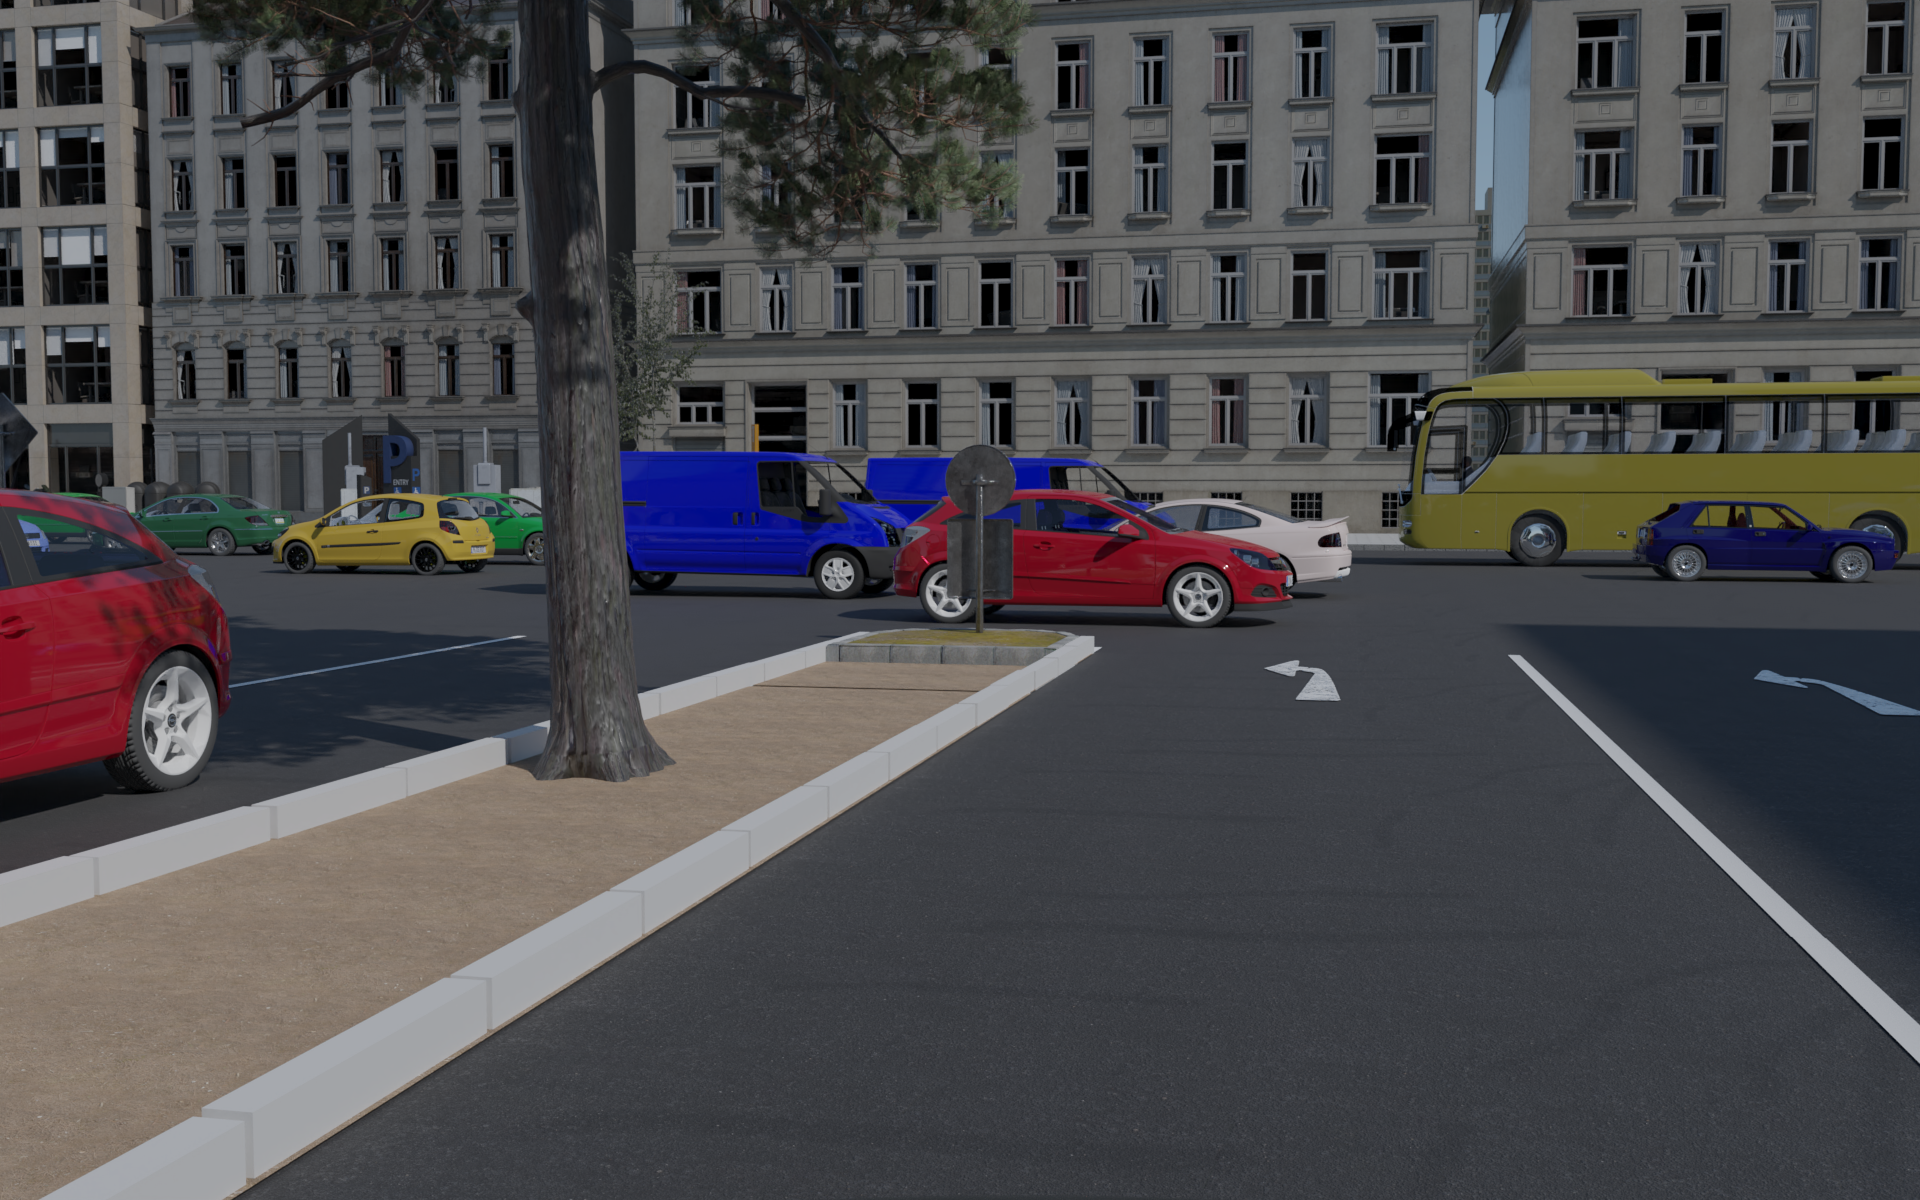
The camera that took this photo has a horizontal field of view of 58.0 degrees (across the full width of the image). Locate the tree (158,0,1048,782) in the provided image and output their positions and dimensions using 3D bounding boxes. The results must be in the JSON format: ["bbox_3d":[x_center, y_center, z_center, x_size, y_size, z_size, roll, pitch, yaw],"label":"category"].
[{"bbox_3d":[-2.018,-6.046,8.735,7.806,13.903,7.818,0,3,0],"label":"tree"}]

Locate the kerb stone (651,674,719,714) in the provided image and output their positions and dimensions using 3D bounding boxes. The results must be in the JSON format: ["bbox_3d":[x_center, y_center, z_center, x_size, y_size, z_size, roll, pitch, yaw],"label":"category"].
[{"bbox_3d":[-1.877,0.644,11.670,0.120,0.150,1.000,1,4,13],"label":"kerb stone"}]

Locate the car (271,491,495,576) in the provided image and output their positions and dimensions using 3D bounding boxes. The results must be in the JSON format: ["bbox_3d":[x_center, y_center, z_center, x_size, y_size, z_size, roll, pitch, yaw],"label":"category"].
[{"bbox_3d":[-10.527,-1.302,31.512,3.980,1.641,2.015,1,4,14],"label":"car"}]

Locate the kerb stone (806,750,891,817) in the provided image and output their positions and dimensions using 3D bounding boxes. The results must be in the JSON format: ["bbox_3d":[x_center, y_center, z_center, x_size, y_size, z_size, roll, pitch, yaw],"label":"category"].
[{"bbox_3d":[-0.523,0.861,8.112,0.120,0.150,1.000,1,4,13],"label":"kerb stone"}]

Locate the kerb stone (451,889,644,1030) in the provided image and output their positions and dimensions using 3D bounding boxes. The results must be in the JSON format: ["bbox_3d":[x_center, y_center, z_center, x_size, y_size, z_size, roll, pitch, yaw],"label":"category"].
[{"bbox_3d":[-1.192,1.046,5.098,0.120,0.150,1.000,1,4,13],"label":"kerb stone"}]

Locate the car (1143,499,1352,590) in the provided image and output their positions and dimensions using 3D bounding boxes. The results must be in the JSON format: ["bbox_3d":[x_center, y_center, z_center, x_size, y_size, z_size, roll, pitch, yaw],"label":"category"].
[{"bbox_3d":[3.111,-0.754,24.695,4.827,1.381,2.083,1,4,14],"label":"car"}]

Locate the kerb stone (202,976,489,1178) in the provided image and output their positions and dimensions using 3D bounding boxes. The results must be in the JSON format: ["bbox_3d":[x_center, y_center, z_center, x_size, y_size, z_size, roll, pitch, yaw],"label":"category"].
[{"bbox_3d":[-1.417,1.107,4.096,0.120,0.150,1.000,1,4,13],"label":"kerb stone"}]

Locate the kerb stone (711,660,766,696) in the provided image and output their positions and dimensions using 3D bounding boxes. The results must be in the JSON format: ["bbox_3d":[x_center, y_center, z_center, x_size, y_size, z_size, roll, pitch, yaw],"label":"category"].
[{"bbox_3d":[-1.656,0.582,12.675,0.120,0.150,1.000,1,4,13],"label":"kerb stone"}]

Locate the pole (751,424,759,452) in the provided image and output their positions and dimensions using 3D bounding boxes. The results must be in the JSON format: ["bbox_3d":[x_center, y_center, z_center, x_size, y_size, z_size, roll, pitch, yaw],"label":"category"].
[{"bbox_3d":[-6.000,-3.481,50.762,0.158,3.312,0.155,0,3,0],"label":"pole"}]

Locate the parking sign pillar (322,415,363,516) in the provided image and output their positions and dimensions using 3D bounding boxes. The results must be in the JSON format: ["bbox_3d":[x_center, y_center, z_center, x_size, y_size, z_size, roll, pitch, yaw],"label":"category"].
[{"bbox_3d":[-20.930,-4.298,58.750,1.447,3.967,1.447,-1,4,-21],"label":"parking sign pillar"}]

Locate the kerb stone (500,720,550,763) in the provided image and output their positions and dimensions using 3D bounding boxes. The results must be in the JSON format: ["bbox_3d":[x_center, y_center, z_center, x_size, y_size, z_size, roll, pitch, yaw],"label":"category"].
[{"bbox_3d":[-2.322,0.773,9.657,0.120,0.150,1.000,1,4,13],"label":"kerb stone"}]

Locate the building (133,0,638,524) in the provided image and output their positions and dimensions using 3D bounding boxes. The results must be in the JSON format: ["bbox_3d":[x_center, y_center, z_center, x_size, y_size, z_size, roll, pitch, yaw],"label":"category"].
[{"bbox_3d":[-20.647,-13.345,67.347,18.267,20.994,9.793,1,4,13],"label":"building"}]

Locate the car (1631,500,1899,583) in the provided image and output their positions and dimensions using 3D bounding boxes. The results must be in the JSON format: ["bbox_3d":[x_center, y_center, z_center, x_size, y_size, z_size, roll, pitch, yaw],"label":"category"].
[{"bbox_3d":[13.330,-0.993,28.816,3.894,1.354,1.945,1,4,13],"label":"car"}]

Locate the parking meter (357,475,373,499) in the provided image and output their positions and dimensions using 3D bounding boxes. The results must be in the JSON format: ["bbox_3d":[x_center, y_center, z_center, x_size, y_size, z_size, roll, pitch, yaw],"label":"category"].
[{"bbox_3d":[-17.863,-2.830,51.980,0.255,1.863,0.399,3,4,37],"label":"parking meter"}]

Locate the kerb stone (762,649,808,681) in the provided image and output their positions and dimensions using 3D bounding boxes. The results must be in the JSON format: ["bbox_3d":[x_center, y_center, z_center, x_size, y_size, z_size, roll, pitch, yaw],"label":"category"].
[{"bbox_3d":[-1.432,0.526,13.678,0.120,0.150,1.000,1,4,13],"label":"kerb stone"}]

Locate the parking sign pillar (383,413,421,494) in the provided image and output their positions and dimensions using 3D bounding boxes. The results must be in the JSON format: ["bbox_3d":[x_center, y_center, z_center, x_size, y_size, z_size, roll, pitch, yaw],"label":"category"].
[{"bbox_3d":[-18.495,-4.214,57.376,1.447,3.967,1.447,2,4,28],"label":"parking sign pillar"}]

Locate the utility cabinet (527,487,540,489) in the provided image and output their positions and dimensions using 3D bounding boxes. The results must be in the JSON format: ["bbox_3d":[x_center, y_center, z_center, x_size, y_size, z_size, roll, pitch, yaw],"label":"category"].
[{"bbox_3d":[-12.903,-2.725,53.241,0.318,1.500,1.173,1,4,14],"label":"utility cabinet"}]

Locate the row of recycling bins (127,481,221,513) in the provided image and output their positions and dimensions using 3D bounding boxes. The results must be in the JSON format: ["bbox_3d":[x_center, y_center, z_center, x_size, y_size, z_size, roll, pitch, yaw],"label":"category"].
[{"bbox_3d":[-25.903,-3.049,56.959,3.534,1.692,1.069,1,4,15],"label":"row of recycling bins"}]

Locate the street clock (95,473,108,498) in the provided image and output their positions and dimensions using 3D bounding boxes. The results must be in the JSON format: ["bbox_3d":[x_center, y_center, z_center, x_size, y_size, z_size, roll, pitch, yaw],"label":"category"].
[{"bbox_3d":[-30.155,-3.444,60.884,0.471,2.002,0.358,2,4,35],"label":"street clock"}]

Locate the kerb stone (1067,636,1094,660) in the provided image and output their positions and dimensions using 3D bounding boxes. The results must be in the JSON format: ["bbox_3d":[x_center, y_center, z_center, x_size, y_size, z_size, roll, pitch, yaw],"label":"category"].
[{"bbox_3d":[1.043,0.431,15.150,0.120,0.150,1.000,1,4,13],"label":"kerb stone"}]

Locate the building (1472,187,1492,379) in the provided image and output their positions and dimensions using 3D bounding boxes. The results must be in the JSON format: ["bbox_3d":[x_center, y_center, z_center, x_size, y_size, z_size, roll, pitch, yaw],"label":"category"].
[{"bbox_3d":[69.876,-32.402,221.661,23.993,40.220,32.217,1,4,13],"label":"building"}]

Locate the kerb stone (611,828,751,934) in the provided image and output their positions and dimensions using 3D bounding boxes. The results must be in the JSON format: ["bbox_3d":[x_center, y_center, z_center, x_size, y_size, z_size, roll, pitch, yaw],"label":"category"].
[{"bbox_3d":[-0.969,0.984,6.100,0.120,0.150,1.000,1,4,13],"label":"kerb stone"}]

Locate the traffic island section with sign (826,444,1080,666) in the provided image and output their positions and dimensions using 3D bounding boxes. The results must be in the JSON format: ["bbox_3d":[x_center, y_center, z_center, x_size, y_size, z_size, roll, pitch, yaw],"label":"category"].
[{"bbox_3d":[0.047,-0.445,15.407,2.006,1.907,1.989,1,4,13],"label":"traffic island section with sign"}]

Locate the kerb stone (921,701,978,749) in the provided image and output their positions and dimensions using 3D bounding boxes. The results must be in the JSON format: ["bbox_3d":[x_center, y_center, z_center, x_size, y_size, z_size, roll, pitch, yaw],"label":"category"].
[{"bbox_3d":[-0.075,0.743,10.123,0.120,0.150,1.000,1,4,13],"label":"kerb stone"}]

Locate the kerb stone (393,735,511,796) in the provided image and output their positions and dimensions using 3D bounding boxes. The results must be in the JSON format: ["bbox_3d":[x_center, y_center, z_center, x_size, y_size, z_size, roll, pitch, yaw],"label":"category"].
[{"bbox_3d":[-2.548,0.833,8.650,0.120,0.150,1.000,1,4,13],"label":"kerb stone"}]

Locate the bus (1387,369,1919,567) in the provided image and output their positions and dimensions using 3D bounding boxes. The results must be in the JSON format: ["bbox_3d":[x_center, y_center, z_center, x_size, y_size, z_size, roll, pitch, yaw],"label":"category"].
[{"bbox_3d":[14.772,-2.616,34.317,12.252,3.916,2.896,1,4,13],"label":"bus"}]

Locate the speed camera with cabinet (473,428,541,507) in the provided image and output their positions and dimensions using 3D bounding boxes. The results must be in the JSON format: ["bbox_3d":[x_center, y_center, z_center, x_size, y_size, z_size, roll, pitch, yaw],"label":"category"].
[{"bbox_3d":[-13.432,-3.510,51.718,2.038,3.252,0.660,0,4,1],"label":"speed camera with cabinet"}]

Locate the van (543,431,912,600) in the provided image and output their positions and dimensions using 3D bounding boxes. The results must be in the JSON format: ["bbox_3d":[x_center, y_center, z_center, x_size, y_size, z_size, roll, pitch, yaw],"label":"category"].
[{"bbox_3d":[-3.163,-1.244,24.722,5.245,2.365,2.240,1,4,13],"label":"van"}]

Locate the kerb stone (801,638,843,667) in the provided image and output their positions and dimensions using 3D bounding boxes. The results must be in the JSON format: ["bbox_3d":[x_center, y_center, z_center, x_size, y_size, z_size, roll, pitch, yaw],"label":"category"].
[{"bbox_3d":[-1.210,0.463,14.680,0.120,0.150,1.000,1,4,13],"label":"kerb stone"}]

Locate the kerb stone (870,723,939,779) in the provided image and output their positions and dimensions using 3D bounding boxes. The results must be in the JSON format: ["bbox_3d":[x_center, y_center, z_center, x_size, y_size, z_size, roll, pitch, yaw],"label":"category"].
[{"bbox_3d":[-0.297,0.800,9.113,0.120,0.150,1.000,1,4,13],"label":"kerb stone"}]

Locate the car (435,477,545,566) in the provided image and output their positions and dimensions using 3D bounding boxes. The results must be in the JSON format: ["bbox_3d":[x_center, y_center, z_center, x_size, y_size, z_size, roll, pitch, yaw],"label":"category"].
[{"bbox_3d":[-9.585,-1.646,35.714,4.718,1.807,1.959,1,4,12],"label":"car"}]

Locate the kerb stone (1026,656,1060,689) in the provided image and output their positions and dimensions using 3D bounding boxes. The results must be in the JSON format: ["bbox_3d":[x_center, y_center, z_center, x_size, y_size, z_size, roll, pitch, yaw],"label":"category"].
[{"bbox_3d":[0.602,0.563,13.136,0.120,0.150,1.000,1,4,13],"label":"kerb stone"}]

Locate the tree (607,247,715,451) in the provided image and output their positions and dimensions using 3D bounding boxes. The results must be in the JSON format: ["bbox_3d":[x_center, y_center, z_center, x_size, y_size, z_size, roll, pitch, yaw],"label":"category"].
[{"bbox_3d":[-9.377,-6.166,51.182,4.360,8.622,3.978,0,3,0],"label":"tree"}]

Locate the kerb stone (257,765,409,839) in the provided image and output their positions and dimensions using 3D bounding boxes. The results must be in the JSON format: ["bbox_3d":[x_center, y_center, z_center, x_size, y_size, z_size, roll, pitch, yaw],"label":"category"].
[{"bbox_3d":[-2.765,0.894,7.647,0.120,0.150,1.000,1,4,13],"label":"kerb stone"}]

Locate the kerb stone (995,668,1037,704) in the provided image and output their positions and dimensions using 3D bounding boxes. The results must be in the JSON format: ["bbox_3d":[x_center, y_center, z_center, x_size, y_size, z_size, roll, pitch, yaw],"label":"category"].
[{"bbox_3d":[0.371,0.616,12.127,0.120,0.150,1.000,1,4,13],"label":"kerb stone"}]

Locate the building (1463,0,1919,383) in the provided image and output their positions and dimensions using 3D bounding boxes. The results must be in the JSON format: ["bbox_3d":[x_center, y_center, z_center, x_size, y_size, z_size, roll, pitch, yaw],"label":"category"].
[{"bbox_3d":[33.497,-13.803,58.967,30.059,22.955,16.112,1,4,13],"label":"building"}]

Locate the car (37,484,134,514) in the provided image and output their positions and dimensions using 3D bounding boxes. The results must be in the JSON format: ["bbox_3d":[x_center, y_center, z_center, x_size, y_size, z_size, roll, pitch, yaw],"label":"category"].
[{"bbox_3d":[-25.576,-2.526,50.099,4.718,1.807,1.959,1,4,14],"label":"car"}]

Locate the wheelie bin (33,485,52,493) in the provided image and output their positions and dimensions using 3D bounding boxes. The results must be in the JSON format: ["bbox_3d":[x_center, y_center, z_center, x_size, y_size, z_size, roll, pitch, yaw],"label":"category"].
[{"bbox_3d":[-30.746,-3.074,58.171,0.693,1.594,0.980,-1,4,-18],"label":"wheelie bin"}]

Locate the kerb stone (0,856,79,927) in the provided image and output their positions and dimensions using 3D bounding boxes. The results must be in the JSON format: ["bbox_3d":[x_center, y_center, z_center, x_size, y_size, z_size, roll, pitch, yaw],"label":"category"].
[{"bbox_3d":[-3.225,1.013,5.638,0.120,0.150,1.000,1,4,13],"label":"kerb stone"}]

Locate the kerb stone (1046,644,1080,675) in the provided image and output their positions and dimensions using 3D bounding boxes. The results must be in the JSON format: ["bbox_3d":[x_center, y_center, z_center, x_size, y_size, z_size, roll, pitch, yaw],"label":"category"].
[{"bbox_3d":[0.825,0.497,14.145,0.120,0.150,1.000,1,4,13],"label":"kerb stone"}]

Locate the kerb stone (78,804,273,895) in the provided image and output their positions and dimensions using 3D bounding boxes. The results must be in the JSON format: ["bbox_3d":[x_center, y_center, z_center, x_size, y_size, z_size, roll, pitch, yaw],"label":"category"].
[{"bbox_3d":[-3.002,0.956,6.641,0.120,0.150,1.000,1,4,13],"label":"kerb stone"}]

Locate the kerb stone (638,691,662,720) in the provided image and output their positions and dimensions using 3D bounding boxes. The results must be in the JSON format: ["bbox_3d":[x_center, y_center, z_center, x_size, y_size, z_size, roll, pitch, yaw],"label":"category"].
[{"bbox_3d":[-2.103,0.706,10.659,0.120,0.150,1.000,1,4,13],"label":"kerb stone"}]

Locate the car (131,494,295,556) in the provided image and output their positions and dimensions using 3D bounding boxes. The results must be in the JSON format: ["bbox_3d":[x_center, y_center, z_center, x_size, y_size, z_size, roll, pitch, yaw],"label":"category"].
[{"bbox_3d":[-18.210,-1.796,41.156,4.920,1.459,2.131,1,4,14],"label":"car"}]

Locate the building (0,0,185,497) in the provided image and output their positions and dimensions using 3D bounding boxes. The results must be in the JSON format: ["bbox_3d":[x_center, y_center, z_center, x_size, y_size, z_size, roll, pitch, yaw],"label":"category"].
[{"bbox_3d":[-45.674,-16.691,77.407,34.151,26.468,19.350,1,4,13],"label":"building"}]

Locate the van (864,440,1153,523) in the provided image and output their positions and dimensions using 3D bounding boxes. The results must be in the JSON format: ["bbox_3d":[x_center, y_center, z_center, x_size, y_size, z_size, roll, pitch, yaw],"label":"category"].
[{"bbox_3d":[1.047,-1.493,28.796,5.245,2.365,2.240,1,4,13],"label":"van"}]

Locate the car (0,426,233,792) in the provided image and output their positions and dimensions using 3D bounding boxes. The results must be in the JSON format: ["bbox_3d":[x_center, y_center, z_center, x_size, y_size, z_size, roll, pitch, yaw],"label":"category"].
[{"bbox_3d":[-4.922,0.118,7.111,2.155,1.783,4.494,1,4,11],"label":"car"}]

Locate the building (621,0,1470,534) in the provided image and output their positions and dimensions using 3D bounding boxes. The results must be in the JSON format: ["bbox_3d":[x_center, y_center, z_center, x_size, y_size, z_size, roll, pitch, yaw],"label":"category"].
[{"bbox_3d":[4.024,-14.166,64.895,30.059,22.955,16.112,1,4,13],"label":"building"}]

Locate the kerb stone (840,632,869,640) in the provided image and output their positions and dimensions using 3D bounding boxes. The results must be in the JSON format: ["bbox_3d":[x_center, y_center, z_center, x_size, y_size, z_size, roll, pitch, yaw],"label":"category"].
[{"bbox_3d":[-0.987,0.403,15.683,0.120,0.150,1.000,1,4,13],"label":"kerb stone"}]

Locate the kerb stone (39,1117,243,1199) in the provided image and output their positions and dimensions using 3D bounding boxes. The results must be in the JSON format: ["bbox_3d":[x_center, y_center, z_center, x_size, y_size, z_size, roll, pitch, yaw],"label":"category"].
[{"bbox_3d":[-1.638,1.175,3.091,0.120,0.150,1.000,1,4,13],"label":"kerb stone"}]

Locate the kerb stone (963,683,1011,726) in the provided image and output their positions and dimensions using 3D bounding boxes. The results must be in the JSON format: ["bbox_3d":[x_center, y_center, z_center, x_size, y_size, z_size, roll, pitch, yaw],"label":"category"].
[{"bbox_3d":[0.158,0.677,11.123,0.120,0.150,1.000,1,4,13],"label":"kerb stone"}]

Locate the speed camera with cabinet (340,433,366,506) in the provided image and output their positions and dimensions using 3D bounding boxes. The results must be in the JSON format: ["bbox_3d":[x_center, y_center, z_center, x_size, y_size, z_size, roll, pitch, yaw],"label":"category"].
[{"bbox_3d":[-19.413,-3.739,55.468,0.660,3.252,2.038,-1,4,-12],"label":"speed camera with cabinet"}]

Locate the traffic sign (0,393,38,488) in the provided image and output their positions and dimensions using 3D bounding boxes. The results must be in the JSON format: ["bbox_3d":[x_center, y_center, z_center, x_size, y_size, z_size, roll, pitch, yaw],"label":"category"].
[{"bbox_3d":[-9.507,-0.831,17.226,0.795,2.450,0.064,1,4,13],"label":"traffic sign"}]

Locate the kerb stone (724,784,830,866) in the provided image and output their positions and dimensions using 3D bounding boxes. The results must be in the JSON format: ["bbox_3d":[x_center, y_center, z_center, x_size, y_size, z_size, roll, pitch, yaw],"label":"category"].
[{"bbox_3d":[-0.748,0.923,7.108,0.120,0.150,1.000,1,4,13],"label":"kerb stone"}]

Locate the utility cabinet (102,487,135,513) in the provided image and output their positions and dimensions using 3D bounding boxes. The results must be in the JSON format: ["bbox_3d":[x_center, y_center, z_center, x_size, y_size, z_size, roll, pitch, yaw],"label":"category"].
[{"bbox_3d":[-25.751,-2.714,53.056,1.173,1.500,0.318,2,4,30],"label":"utility cabinet"}]

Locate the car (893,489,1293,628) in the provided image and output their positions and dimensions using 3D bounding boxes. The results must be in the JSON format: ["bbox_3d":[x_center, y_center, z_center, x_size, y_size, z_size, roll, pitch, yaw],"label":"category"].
[{"bbox_3d":[1.488,-0.645,19.593,4.494,1.783,2.155,1,4,14],"label":"car"}]
